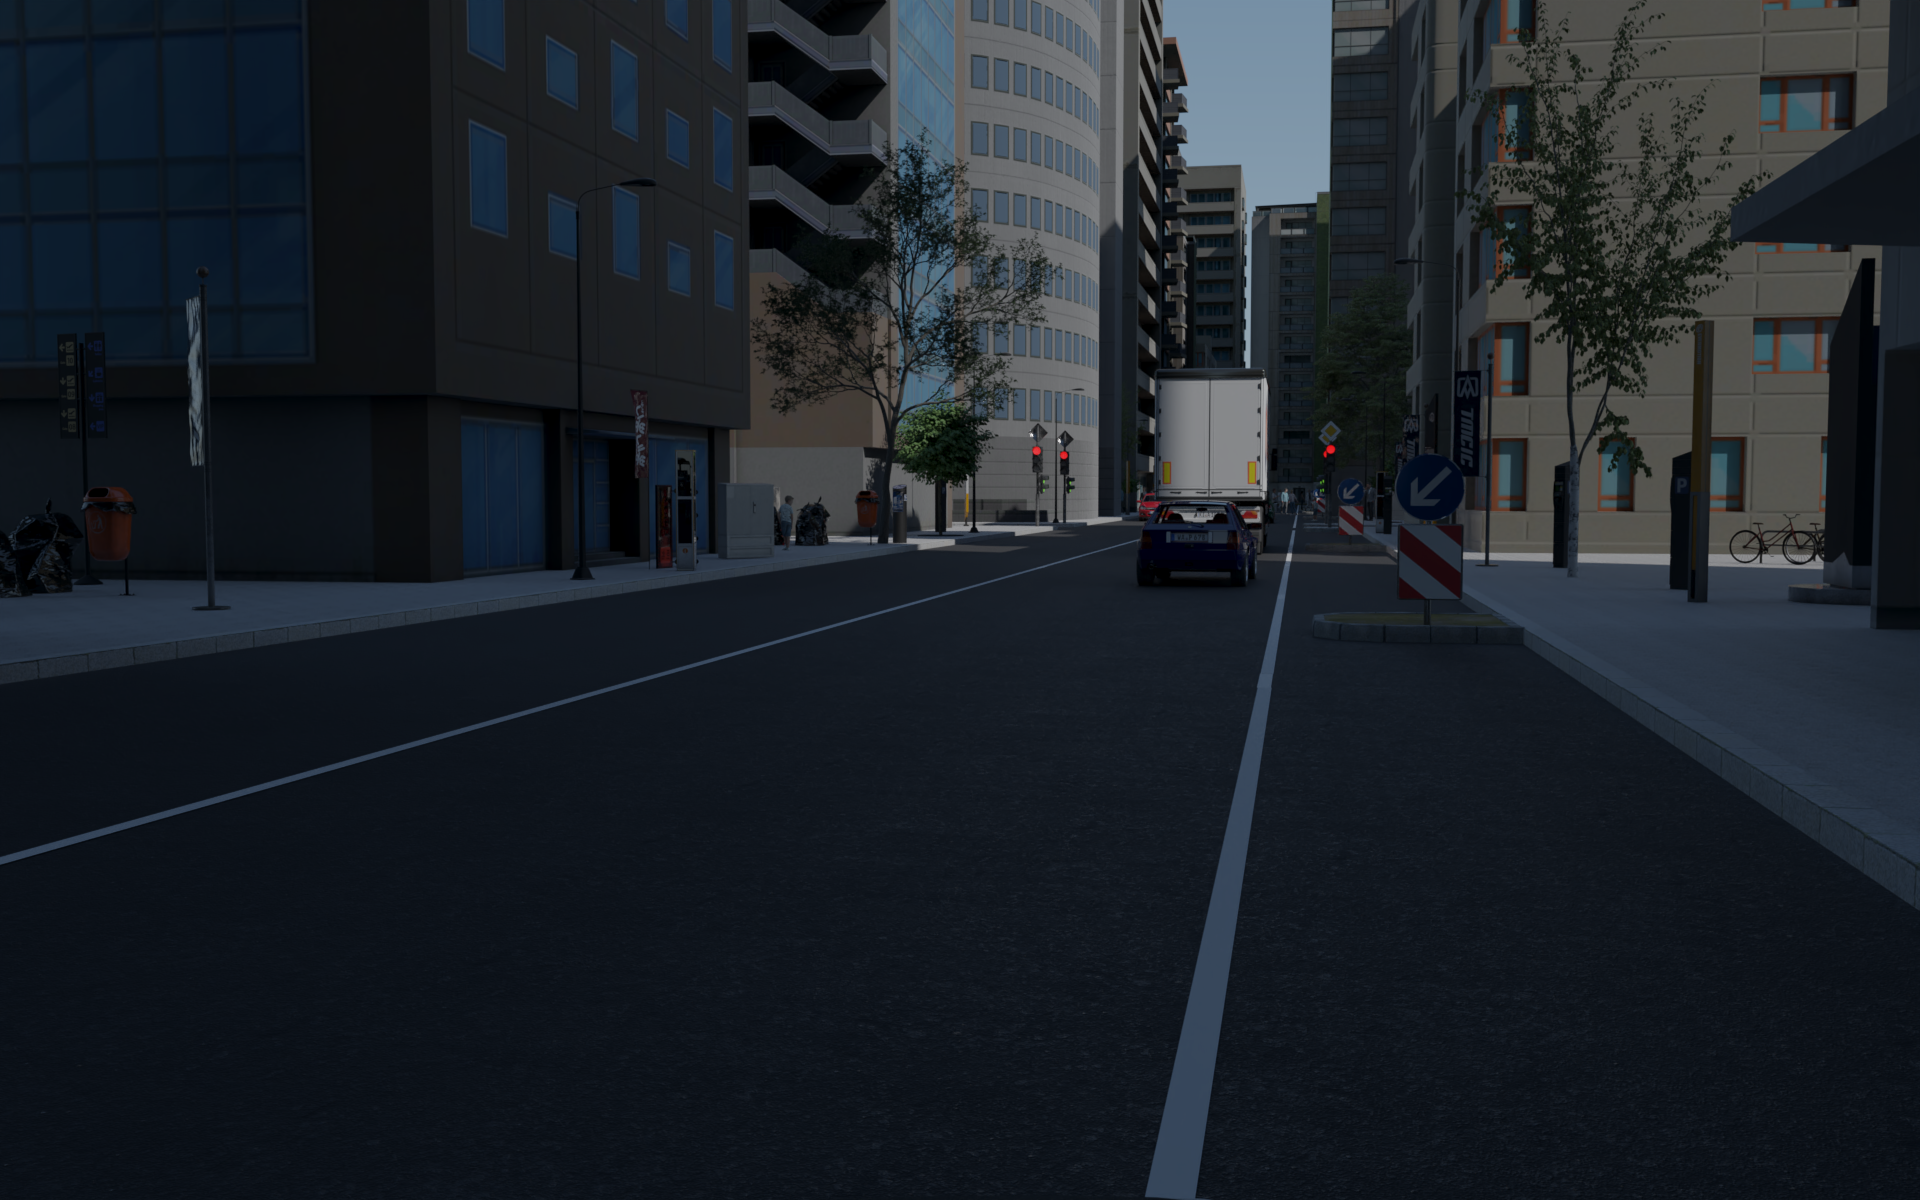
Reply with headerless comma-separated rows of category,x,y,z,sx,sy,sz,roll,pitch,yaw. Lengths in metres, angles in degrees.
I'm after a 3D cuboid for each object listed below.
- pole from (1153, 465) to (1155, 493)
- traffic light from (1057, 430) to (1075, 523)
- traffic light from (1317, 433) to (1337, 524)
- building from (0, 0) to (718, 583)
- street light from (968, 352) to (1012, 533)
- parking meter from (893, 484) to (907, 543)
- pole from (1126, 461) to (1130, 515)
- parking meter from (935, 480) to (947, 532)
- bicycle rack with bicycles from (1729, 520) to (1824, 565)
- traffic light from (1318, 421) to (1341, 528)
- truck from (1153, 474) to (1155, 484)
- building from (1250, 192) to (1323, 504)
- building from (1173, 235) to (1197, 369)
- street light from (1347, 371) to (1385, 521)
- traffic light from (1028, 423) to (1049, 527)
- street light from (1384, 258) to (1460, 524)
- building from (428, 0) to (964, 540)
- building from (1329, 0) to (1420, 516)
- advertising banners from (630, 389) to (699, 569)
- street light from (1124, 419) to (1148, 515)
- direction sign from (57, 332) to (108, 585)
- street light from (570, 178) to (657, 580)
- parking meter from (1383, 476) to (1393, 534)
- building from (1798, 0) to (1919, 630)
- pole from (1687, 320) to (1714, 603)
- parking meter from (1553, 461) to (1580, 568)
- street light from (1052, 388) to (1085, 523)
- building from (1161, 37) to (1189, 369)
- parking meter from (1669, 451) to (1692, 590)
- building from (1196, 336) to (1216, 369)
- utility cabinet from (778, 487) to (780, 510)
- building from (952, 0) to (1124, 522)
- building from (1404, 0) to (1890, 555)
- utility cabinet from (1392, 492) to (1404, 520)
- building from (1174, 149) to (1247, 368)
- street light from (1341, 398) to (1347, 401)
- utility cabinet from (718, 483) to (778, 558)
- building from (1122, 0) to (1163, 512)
pole,13.790,-7.889,122.831,0.158,3.312,0.155,0,3,0
traffic light,4.622,-5.337,76.180,0.839,4.253,0.868,1,4,11
traffic light,15.675,-5.206,74.031,0.839,4.253,0.868,1,4,11
building,-12.760,-23.320,31.391,14.600,45.320,14.200,1,4,11
street light,0.994,-5.161,56.931,1.470,5.913,1.316,1,4,11
parking meter,-1.577,-2.257,45.319,0.372,1.533,0.369,0,3,0
pole,10.275,-6.854,105.899,0.158,3.312,0.155,0,3,0
parking meter,-0.648,-3.224,58.427,0.255,1.863,0.399,2,4,33
bicycle rack with bicycles,16.033,-1.115,31.608,2.852,0.926,2.925,-2,4,-32
traffic light,14.134,-4.726,66.195,0.839,4.253,0.868,1,4,11
truck,15.098,-7.888,117.879,2.839,4.237,11.283,1,4,13
building,46.743,-33.826,236.654,14.086,41.232,14.154,1,4,11
building,18.013,-25.404,187.053,14.160,30.474,14.107,1,4,11
street light,15.441,-5.678,65.384,1.470,5.913,1.316,1,4,11
traffic light,3.081,-4.858,68.345,0.839,4.253,0.868,1,4,11
street light,9.228,-3.769,34.161,1.470,5.913,1.316,1,4,11
building,-8.136,-25.032,59.384,14.200,45.320,14.600,1,4,11
building,29.390,-25.727,104.235,14.154,41.232,14.086,1,4,11
advertising banners,-5.092,-2.059,29.853,0.090,3.025,2.074,1,4,22
street light,10.952,-8.257,107.540,1.470,5.913,1.316,1,4,11
direction sign,-12.352,-1.984,24.436,0.876,3.537,0.379,1,4,22
street light,-5.133,-3.251,25.691,1.470,5.913,1.316,1,4,11
parking meter,13.678,-3.036,55.345,0.255,1.863,0.399,1,4,14
building,17.239,-25.177,0.888,28.713,52.752,27.495,1,4,11
pole,8.746,-1.627,20.440,0.158,3.312,0.155,0,3,0
parking meter,10.523,-1.491,30.084,0.399,1.863,0.255,-2,4,-25
street light,4.757,-6.330,76.044,1.470,5.913,1.316,1,4,11
building,10.203,-31.295,166.291,22.147,44.769,28.867,1,4,11
parking meter,9.762,-1.073,23.258,0.255,1.863,0.399,-2,4,-25
building,16.516,-22.627,214.984,28.899,21.520,27.650,1,4,11
utility cabinet,-5.559,-2.554,50.431,0.318,1.500,1.173,1,4,14
building,-3.361,-33.525,90.130,21.231,58.520,28.212,1,4,11
building,27.720,-12.450,48.596,27.650,21.520,28.899,1,4,11
utility cabinet,21.583,-4.631,84.398,0.318,1.500,1.173,-2,4,-30
building,29.129,-37.928,243.824,21.600,48.544,21.300,1,4,11
street light,19.162,-6.823,84.095,1.470,5.913,1.316,1,4,11
utility cabinet,-4.243,-1.575,34.427,1.173,1.500,0.318,-3,5,-44
building,3.878,-31.094,132.082,21.300,48.544,21.600,1,4,11
